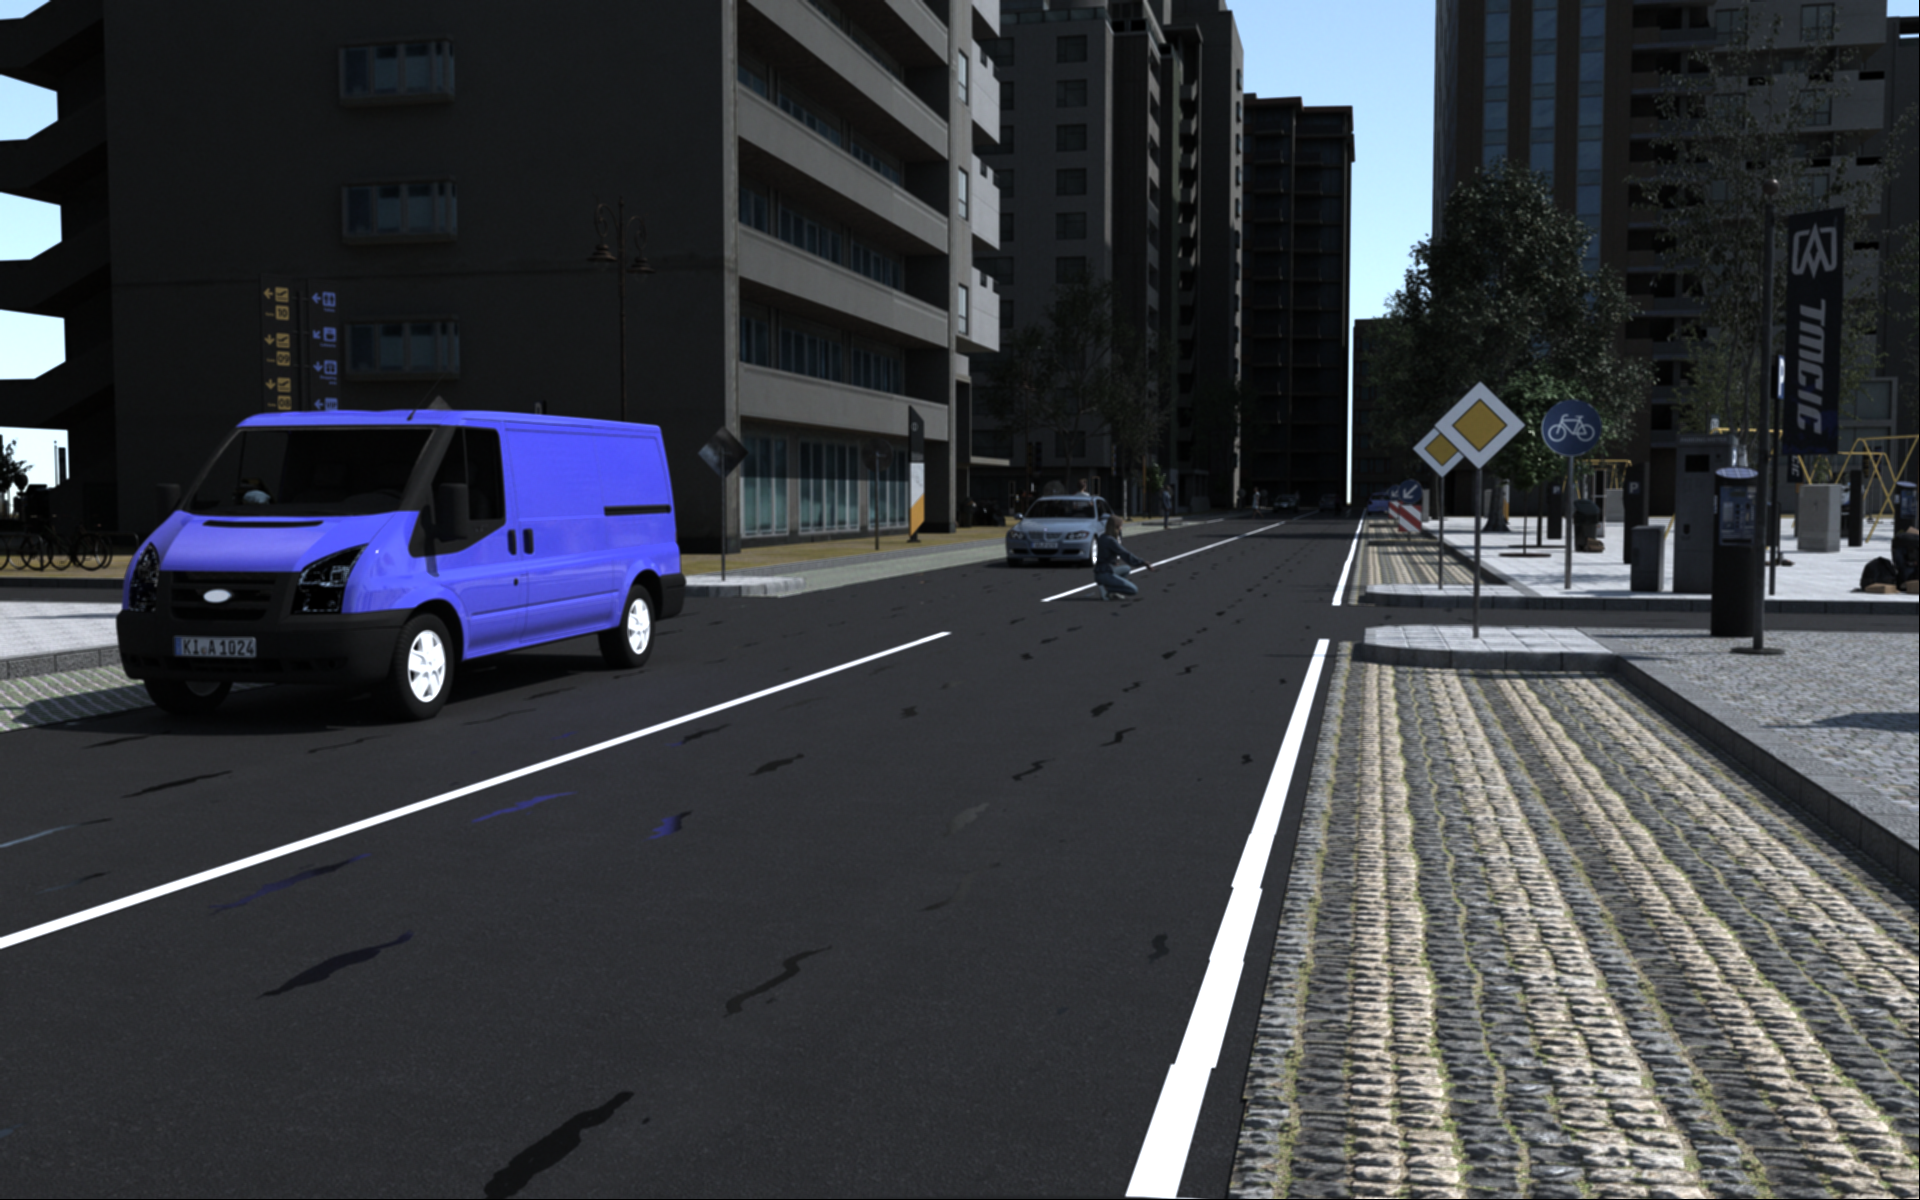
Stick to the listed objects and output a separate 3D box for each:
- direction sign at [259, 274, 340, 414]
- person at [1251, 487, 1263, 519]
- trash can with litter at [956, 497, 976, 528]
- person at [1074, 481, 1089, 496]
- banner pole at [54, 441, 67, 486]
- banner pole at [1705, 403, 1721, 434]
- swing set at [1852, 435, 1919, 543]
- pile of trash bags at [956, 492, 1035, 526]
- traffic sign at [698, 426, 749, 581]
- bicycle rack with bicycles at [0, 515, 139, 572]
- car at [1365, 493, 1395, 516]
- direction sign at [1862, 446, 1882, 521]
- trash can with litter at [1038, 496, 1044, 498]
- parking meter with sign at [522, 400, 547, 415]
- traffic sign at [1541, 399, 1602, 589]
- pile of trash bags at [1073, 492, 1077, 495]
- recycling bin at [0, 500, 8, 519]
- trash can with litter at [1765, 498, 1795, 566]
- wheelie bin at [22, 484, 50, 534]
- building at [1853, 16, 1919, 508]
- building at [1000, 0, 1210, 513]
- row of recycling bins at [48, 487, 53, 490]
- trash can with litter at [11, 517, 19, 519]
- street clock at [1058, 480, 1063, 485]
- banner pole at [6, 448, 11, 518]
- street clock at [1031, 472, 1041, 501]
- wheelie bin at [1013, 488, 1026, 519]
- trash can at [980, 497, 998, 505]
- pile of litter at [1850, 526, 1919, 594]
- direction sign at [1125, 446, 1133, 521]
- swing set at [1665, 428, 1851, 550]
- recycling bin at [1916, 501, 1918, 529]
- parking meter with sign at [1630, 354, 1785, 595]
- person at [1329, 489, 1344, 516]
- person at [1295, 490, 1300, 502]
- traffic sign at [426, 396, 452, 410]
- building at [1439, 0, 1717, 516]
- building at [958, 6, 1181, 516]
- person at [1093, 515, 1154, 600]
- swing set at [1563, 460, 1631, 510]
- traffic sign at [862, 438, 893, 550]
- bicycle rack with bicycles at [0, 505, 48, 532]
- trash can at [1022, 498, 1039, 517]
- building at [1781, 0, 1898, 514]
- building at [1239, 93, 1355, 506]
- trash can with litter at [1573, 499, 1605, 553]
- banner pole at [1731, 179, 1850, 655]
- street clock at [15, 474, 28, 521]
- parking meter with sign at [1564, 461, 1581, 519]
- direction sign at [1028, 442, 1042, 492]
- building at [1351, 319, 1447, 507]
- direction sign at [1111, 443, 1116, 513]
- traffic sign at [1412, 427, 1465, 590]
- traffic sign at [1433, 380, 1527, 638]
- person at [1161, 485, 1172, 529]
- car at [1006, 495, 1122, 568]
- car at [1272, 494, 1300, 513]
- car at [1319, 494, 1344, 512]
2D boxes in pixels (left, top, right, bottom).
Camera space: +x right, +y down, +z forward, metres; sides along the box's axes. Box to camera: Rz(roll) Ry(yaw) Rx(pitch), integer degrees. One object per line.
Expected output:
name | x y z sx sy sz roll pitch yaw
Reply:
direction sign | -6.922 -1.605 18.243 0.379 3.537 0.876 3 4 38
person | 16.643 -5.414 97.107 0.778 1.811 0.616 1 4 17
trash can with litter | 0.042 -3.320 65.665 1.055 1.170 0.624 -2 4 -32
person | 3.027 -2.038 42.388 0.480 1.755 0.524 1 4 17
banner pole | -42.255 -5.586 81.342 0.401 3.779 0.863 1 4 15
banner pole | 20.635 -3.523 47.612 0.863 3.779 0.401 -3 4 -37
swing set | 25.232 -3.017 46.943 2.862 2.851 3.119 0 4 -3
pile of trash bags | 1.346 -3.650 69.434 3.447 1.369 1.912 0 4 -7
traffic sign | -3.486 -1.336 25.490 0.795 2.450 0.064 1 4 13
bicycle rack with bicycles | -15.462 -0.995 29.644 2.925 0.926 2.852 2 4 30
car | 27.806 -6.420 114.560 1.945 1.707 3.694 1 4 13
direction sign | 43.526 -5.548 82.709 0.379 3.537 0.876 -3 4 -38
trash can with litter | 5.427 -5.440 99.996 1.678 1.210 2.233 0 4 -1
parking meter with sign | -8.531 -2.182 31.942 1.738 3.016 0.543 -2 4 -30
traffic sign | 8.219 -1.421 23.343 0.768 2.556 0.104 1 4 16
pile of trash bags | 4.678 -4.505 83.401 1.912 1.369 3.447 -3 5 -43
recycling bin | -40.868 -3.728 73.506 0.722 1.027 0.722 -3 5 -41
trash can with litter | 14.061 -1.235 31.244 2.233 1.210 1.678 1 4 10
wheelie bin | -29.218 -2.879 54.974 0.693 1.594 0.980 2 4 25
building | 81.561 -28.640 151.852 14.086 41.232 14.154 1 4 13
building | 1.815 -26.661 127.786 32.217 40.220 23.993 1 4 13
row of recycling bins | -55.173 -6.022 105.579 3.534 1.692 1.069 2 4 25
trash can with litter | -47.490 -4.623 86.644 2.233 1.210 1.678 -2 4 -24
street clock | 5.270 -5.311 91.402 0.358 2.002 0.471 1 4 21
banner pole | -50.921 -6.275 92.613 0.401 3.779 0.863 -1 4 -22
street clock | 2.544 -3.249 57.683 0.358 2.002 0.471 0 4 2
wheelie bin | 3.089 -4.878 87.656 0.693 1.594 0.980 1 4 13
trash can | 1.261 -3.901 75.437 0.748 1.137 0.748 0 3 0
pile of litter | 12.504 -0.523 22.520 1.719 0.858 1.176 1 4 17
direction sign | 8.011 -5.501 81.939 0.379 3.537 0.876 0 4 3
swing set | 19.173 -2.708 41.902 3.119 2.851 2.862 -2 4 -33
recycling bin | 34.476 -3.017 61.882 0.722 1.027 0.722 1 4 12
parking meter with sign | 9.625 -1.596 22.362 1.738 3.016 0.543 2 4 34
person | 24.983 -6.463 114.853 1.217 1.739 0.721 -2 4 -28
person | 26.728 -7.832 137.228 0.551 1.740 0.621 3 5 42
traffic sign | -5.326 -0.861 17.719 0.795 2.450 0.064 1 4 13
building | 37.178 -27.875 105.871 14.600 45.320 14.200 1 4 13
building | 5.885 -20.543 107.586 14.160 30.474 14.107 1 4 13
person | 2.153 -0.588 23.619 0.738 1.151 1.012 -1 4 -11
swing set | 29.338 -5.026 79.801 3.119 2.851 2.862 0 4 -7
traffic sign | -1.899 -2.414 39.574 0.768 2.556 0.104 1 4 18
bicycle rack with bicycles | -36.031 -3.117 64.346 2.852 0.926 2.925 -1 4 -10
trash can | 3.959 -5.462 100.959 0.748 1.137 0.748 0 3 0
building | 48.597 -32.727 124.333 28.713 52.752 27.495 1 4 13
building | 28.910 -32.919 192.851 28.867 44.769 22.147 1 4 13
trash can with litter | 13.964 -1.644 38.262 0.624 1.170 1.055 0 4 -3
banner pole | 6.560 -1.447 13.670 0.401 3.779 0.863 -2 4 -31
street clock | -33.635 -3.518 62.086 0.471 2.002 0.358 2 4 26
parking meter with sign | 32.083 -5.765 90.522 0.543 3.016 1.738 0 4 -2
direction sign | 3.231 -5.119 75.690 0.876 3.537 0.379 3 5 41
building | 57.772 -21.047 189.159 28.899 21.520 27.650 1 4 13
direction sign | 6.780 -5.173 76.577 0.379 3.537 0.876 1 4 15
traffic sign | 6.430 -1.192 23.131 0.795 2.450 0.064 1 4 13
traffic sign | 4.591 -0.717 15.360 0.795 2.450 0.064 1 4 13
person | 8.443 -3.800 70.813 0.419 1.800 0.721 1 4 18
car | 2.192 -1.435 35.464 2.014 1.417 4.499 1 4 15
car | 24.956 -7.388 132.587 2.131 1.459 4.920 1 4 13
car | 29.769 -7.765 138.965 2.014 1.417 4.499 1 4 14
